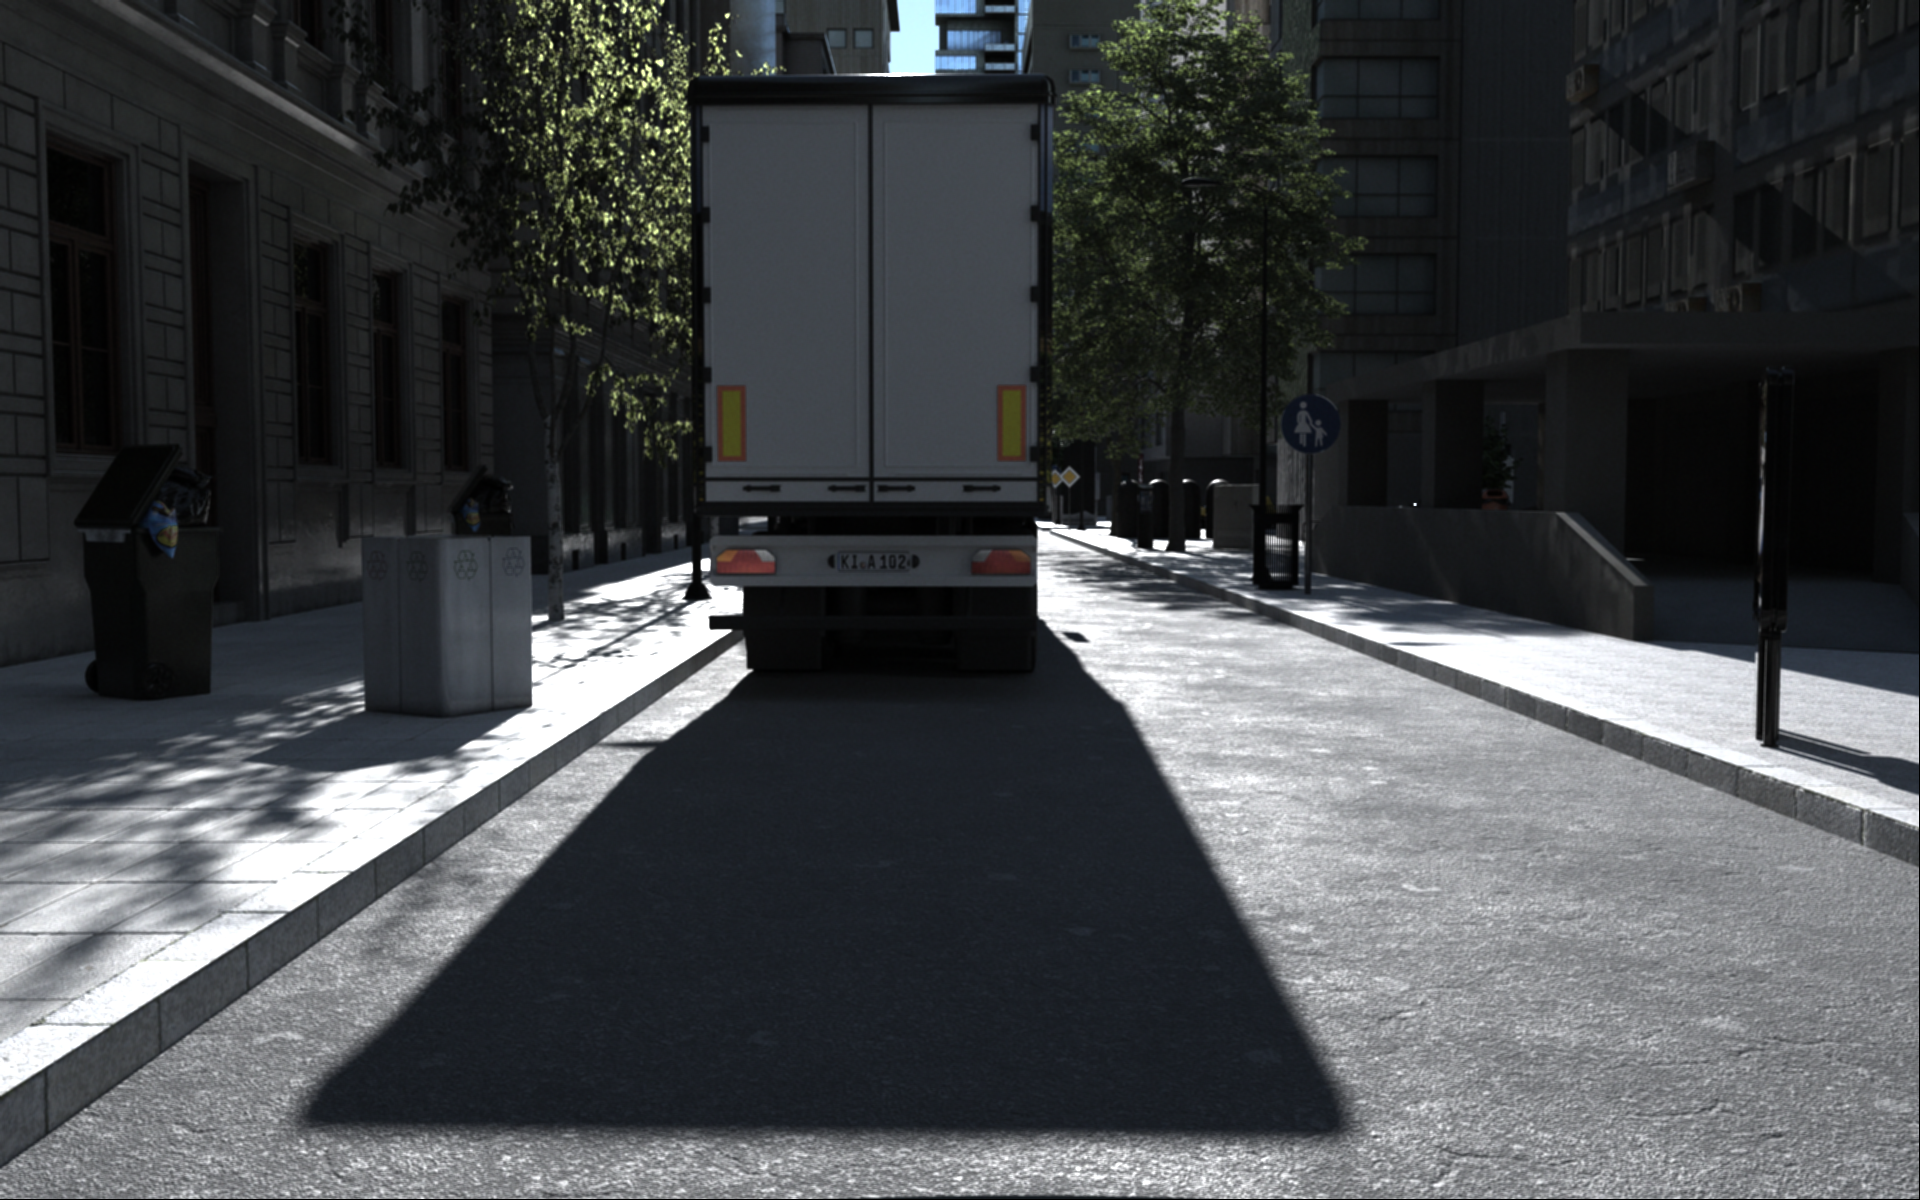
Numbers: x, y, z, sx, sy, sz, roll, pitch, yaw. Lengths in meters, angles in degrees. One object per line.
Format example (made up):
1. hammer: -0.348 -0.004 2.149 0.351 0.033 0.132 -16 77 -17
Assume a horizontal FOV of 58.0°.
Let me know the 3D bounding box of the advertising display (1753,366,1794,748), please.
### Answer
1. advertising display: 4.275 -0.240 9.133 0.123 1.923 0.974 1 4 22

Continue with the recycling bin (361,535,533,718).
1. recycling bin: -3.061 0.134 10.358 0.722 1.027 0.722 2 4 32

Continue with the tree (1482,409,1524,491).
1. tree: 11.991 -2.715 38.994 1.663 3.219 1.824 0 3 0

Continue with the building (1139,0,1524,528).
1. building: 15.658 -24.079 77.291 14.086 41.232 14.154 0 4 0

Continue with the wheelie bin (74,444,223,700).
1. wheelie bin: -5.173 -0.194 11.079 0.980 1.594 0.693 2 4 34

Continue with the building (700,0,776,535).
1. building: -15.695 -16.271 51.934 20.117 28.700 13.634 0 4 0

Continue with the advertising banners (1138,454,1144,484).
1. advertising banners: 8.122 -4.786 74.440 0.090 3.025 2.074 -1 4 -22

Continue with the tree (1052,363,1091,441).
1. tree: 5.224 -8.806 94.345 4.737 8.622 4.395 0 3 0

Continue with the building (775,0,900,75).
1. building: -20.552 -35.600 171.296 28.713 52.752 27.495 0 4 0

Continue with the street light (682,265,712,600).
1. street light: -2.669 -2.962 20.965 1.470 5.913 1.316 0 4 0

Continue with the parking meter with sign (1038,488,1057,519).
1. parking meter with sign: 4.754 -5.662 88.829 1.738 3.016 0.543 3 5 42

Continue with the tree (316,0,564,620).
1. tree: -4.081 -4.086 17.162 4.360 8.622 3.978 0 3 0

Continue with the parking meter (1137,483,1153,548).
1. parking meter: 4.398 -1.999 41.087 0.372 1.533 0.369 0 3 0

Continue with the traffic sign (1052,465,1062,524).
1. traffic sign: 4.059 -4.606 75.409 0.768 2.556 0.104 1 4 9

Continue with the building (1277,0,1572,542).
1. building: 16.256 -22.479 51.127 14.154 41.232 14.086 0 4 0

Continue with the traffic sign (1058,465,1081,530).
1. traffic sign: 3.846 -3.504 60.938 0.795 2.450 0.064 0 4 0

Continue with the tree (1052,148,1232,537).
1. tree: 4.686 -7.750 52.461 9.928 11.665 9.643 0 3 0

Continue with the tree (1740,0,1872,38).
1. tree: 4.805 -4.302 4.745 8.767 10.594 7.601 0 4 5

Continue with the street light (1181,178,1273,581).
1. street light: 3.951 -3.246 25.611 1.470 5.913 1.316 0 4 0

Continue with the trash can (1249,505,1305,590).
1. trash can: 4.267 -0.718 23.385 0.748 1.137 0.748 0 3 0

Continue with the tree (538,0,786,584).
1. tree: -3.951 -4.711 27.391 4.360 8.622 3.978 0 3 0

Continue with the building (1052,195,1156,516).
1. building: 20.461 -16.493 114.706 27.650 21.520 28.899 0 4 0

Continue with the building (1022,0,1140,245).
1. building: 16.856 -32.925 162.031 21.300 48.544 21.600 0 4 0

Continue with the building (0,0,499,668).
1. building: -12.061 -11.000 16.006 11.583 22.565 21.152 0 4 0

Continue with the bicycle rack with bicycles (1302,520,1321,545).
1. bicycle rack with bicycles: 9.833 -1.804 42.884 2.925 0.926 2.852 0 4 -6

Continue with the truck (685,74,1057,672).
1. truck: -0.449 -1.731 17.216 2.839 4.237 11.283 0 4 2

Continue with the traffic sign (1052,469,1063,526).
1. traffic sign: 3.782 -3.993 68.923 0.795 2.450 0.064 0 4 0

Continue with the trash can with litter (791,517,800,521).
1. trash can with litter: -4.624 -2.083 45.443 1.055 1.170 0.624 -1 4 -13

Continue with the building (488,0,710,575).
1. building: -11.170 -11.417 35.814 9.793 20.994 18.267 0 4 0

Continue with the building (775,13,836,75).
1. building: -12.797 -16.285 85.323 14.314 24.678 30.058 0 4 0

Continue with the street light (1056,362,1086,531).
1. street light: 3.744 -5.403 60.887 1.470 5.913 1.316 0 4 0

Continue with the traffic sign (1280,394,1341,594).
1. traffic sign: 4.456 -1.346 22.111 0.768 2.556 0.104 0 4 2

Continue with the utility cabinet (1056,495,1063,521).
1. utility cabinet: 4.571 -4.135 78.772 0.306 1.237 1.020 -1 4 -9

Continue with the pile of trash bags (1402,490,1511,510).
1. pile of trash bags: 9.586 -1.596 35.852 3.447 1.369 1.912 1 4 17

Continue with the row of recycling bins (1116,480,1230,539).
1. row of recycling bins: 6.223 -2.642 50.314 3.534 1.692 1.069 2 4 24

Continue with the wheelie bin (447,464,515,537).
1. wheelie bin: -5.166 -0.662 18.726 0.693 1.594 0.980 -1 4 -21

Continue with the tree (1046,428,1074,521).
1. tree: 4.711 -6.155 84.356 4.285 4.588 4.351 0 3 0

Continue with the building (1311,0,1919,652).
1. building: 21.923 -20.125 20.932 32.217 40.220 23.993 0 4 0

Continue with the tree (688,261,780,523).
1. tree: -3.779 -5.257 36.309 4.737 8.622 4.395 0 3 0

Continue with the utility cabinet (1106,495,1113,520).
1. utility cabinet: 7.413 -4.505 84.813 0.306 1.237 1.020 1 4 20

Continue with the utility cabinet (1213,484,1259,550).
1. utility cabinet: 6.317 -1.892 39.608 0.318 1.500 1.173 -3 4 -39

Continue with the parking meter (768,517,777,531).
1. parking meter: -4.656 -2.153 43.608 0.372 1.533 0.369 0 3 0

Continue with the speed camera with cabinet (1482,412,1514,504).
1. speed camera with cabinet: 12.649 -2.942 42.437 0.660 3.252 2.038 -2 4 -23

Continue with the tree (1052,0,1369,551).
1. tree: 5.295 -7.368 38.598 7.486 12.596 7.792 0 3 0

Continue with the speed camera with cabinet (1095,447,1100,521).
1. speed camera with cabinet: 5.215 -4.806 72.909 0.660 3.252 2.038 -1 4 -20

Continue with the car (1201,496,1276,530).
1. car: 10.250 -3.409 65.964 3.980 1.641 2.015 0 4 0

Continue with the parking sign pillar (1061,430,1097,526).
1. parking sign pillar: 4.867 -5.036 70.810 1.447 3.967 1.447 0 4 5

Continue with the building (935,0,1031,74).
1. building: 8.269 -56.638 238.700 31.000 86.520 22.319 0 4 0
